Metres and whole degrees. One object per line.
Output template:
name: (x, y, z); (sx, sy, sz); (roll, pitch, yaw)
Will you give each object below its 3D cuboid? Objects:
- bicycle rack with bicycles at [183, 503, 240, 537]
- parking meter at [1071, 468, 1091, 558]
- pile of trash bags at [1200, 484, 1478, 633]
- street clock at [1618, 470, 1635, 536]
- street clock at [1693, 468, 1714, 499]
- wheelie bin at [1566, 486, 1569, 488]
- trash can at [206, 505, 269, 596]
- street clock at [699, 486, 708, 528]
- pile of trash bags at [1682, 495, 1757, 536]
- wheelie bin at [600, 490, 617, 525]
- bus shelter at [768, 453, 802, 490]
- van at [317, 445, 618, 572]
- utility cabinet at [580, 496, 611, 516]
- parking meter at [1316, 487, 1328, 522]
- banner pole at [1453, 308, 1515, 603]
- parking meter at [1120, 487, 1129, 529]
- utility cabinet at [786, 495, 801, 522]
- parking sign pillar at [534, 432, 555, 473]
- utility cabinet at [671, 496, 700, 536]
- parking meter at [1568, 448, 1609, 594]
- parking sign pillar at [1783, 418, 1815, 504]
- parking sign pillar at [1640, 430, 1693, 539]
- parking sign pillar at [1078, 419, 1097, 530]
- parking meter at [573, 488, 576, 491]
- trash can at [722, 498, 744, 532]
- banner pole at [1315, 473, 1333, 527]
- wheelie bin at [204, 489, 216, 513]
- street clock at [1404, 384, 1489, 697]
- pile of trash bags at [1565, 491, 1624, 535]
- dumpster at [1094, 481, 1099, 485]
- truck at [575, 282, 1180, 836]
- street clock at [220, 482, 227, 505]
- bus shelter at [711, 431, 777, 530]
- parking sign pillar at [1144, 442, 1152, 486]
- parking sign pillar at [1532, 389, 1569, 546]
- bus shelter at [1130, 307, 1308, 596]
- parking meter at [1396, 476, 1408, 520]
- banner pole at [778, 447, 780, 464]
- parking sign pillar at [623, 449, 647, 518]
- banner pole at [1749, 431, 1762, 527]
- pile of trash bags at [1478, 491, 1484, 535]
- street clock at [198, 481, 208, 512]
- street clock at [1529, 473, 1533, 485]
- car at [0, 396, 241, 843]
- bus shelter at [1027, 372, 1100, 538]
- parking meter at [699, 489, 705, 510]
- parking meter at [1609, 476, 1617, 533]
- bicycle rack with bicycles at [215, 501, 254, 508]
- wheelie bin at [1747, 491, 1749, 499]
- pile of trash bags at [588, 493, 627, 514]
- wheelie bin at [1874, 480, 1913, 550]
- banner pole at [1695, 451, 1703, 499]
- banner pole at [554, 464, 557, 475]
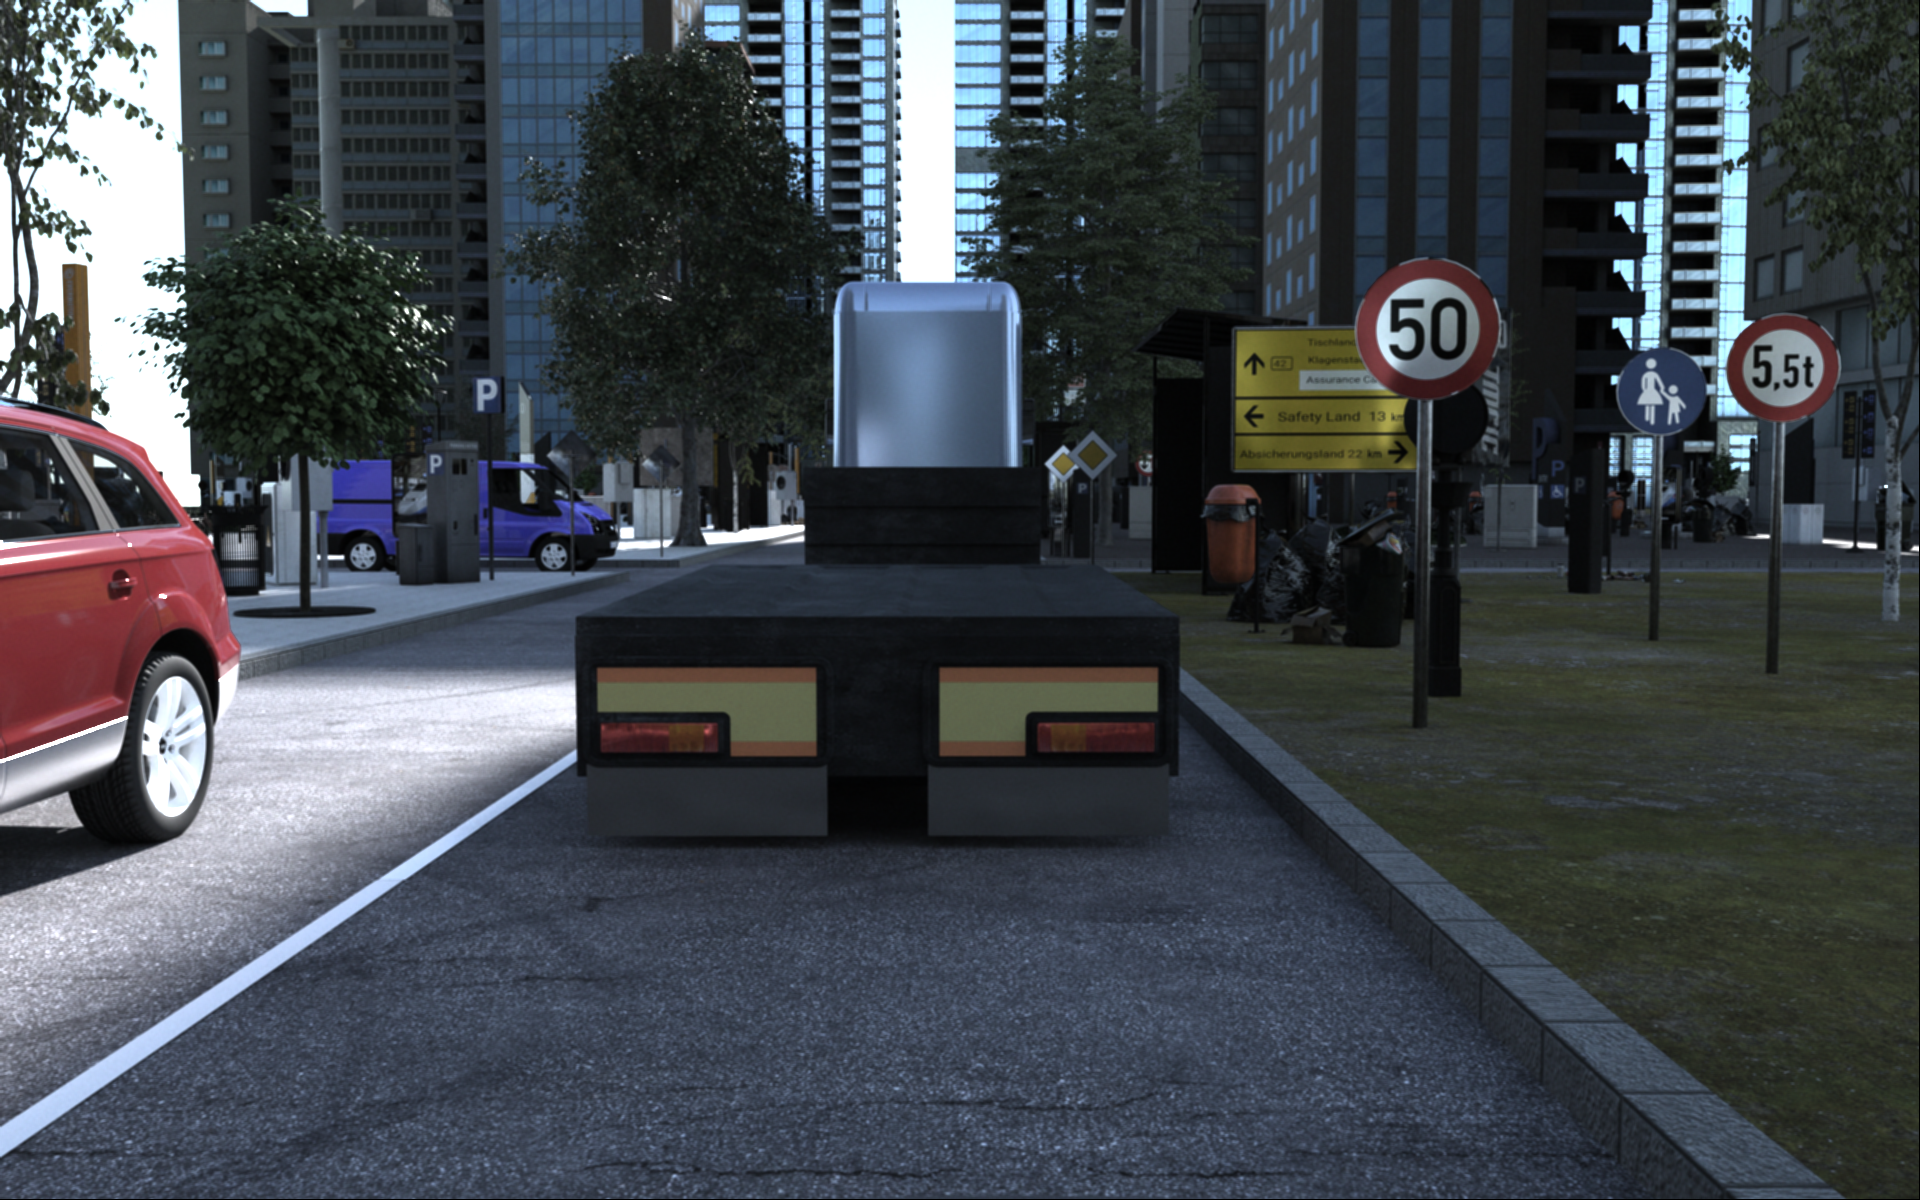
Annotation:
bicycle rack with bicycles: (-23.642, -2.364, 52.026); (2.852, 0.926, 2.925); (3, 5, 43)
parking meter: (2.434, -1.777, 34.759); (0.399, 1.863, 0.255); (0, 4, 0)
pile of trash bags: (3.484, -0.459, 17.250); (1.912, 1.369, 3.447); (3, 5, 40)
street clock: (20.205, -2.937, 52.590); (0.358, 2.002, 0.471); (-1, 4, -23)
street clock: (20.360, -2.615, 47.332); (0.358, 2.002, 0.471); (0, 4, -1)
wheelie bin: (24.318, -3.740, 69.064); (0.980, 1.594, 0.693); (-2, 4, -35)
trash can: (-9.150, -0.632, 21.981); (0.748, 1.137, 0.748); (0, 3, 0)
street clock: (-9.766, -3.751, 65.906); (0.471, 2.002, 0.358); (3, 5, 44)
pile of trash bags: (23.564, -2.764, 54.938); (1.912, 1.369, 3.447); (-1, 4, -15)
wheelie bin: (-14.675, -3.970, 72.818); (0.693, 1.594, 0.980); (3, 5, 42)
bus shelter: (-9.201, -5.694, 87.020); (2.014, 3.302, 5.546); (0, 4, 0)
van: (-8.845, -1.646, 31.288); (5.245, 2.365, 2.240); (0, 4, 2)
utility cabinet: (-10.973, -2.488, 51.841); (1.020, 1.237, 0.306); (1, 4, 14)
parking meter: (12.234, -3.068, 58.574); (0.372, 1.533, 0.369); (0, 3, 0)
banner pole: (6.127, -1.865, 20.502); (0.863, 3.779, 0.401); (0, 4, -7)
parking meter: (6.097, -3.391, 63.860); (0.372, 1.533, 0.369); (0, 3, 0)
utility cabinet: (-7.934, -4.272, 81.012); (1.020, 1.237, 0.306); (0, 4, 1)
parking sign pillar: (-18.243, -5.309, 75.274); (1.447, 3.967, 1.447); (2, 4, 24)
utility cabinet: (-8.445, -2.540, 52.699); (1.020, 1.237, 0.306); (-2, 4, -27)
parking meter: (8.100, -1.023, 22.429); (0.255, 1.863, 0.399); (-2, 4, -25)
parking sign pillar: (29.699, -4.478, 61.681); (1.447, 3.967, 1.447); (-3, 5, -43)
parking sign pillar: (20.506, -3.773, 50.165); (1.447, 3.967, 1.447); (0, 4, 3)
parking sign pillar: (4.203, -4.509, 62.198); (1.447, 3.967, 1.447); (-2, 4, -28)
parking meter: (-13.743, -3.227, 61.179); (0.372, 1.533, 0.369); (0, 3, 0)
trash can: (-7.686, -2.876, 58.681); (0.748, 1.137, 0.748); (0, 3, 0)
banner pole: (14.114, -4.725, 67.270); (0.863, 3.779, 0.401); (-2, 4, -23)
wheelie bin: (-46.078, -6.015, 106.247); (0.693, 1.594, 0.980); (-1, 4, -12)
street clock: (3.069, -0.393, 10.989); (0.471, 2.002, 0.358); (0, 4, -7)
pile of trash bags: (19.812, -2.799, 55.509); (3.447, 1.369, 1.912); (-1, 4, -17)
dumpster: (5.882, -4.439, 78.338); (1.264, 1.857, 1.865); (0, 4, 0)
truck: (-0.378, -1.617, 16.196); (2.967, 4.110, 18.799); (0, 4, 0)
street clock: (-42.785, -5.877, 100.659); (0.471, 2.002, 0.358); (3, 5, 44)
bus shelter: (-7.972, -4.469, 64.345); (1.731, 3.624, 6.357); (0, 3, 0)
parking sign pillar: (9.828, -6.123, 88.591); (1.447, 3.967, 1.447); (-1, 4, -10)
parking sign pillar: (14.883, -3.381, 43.747); (1.447, 3.967, 1.447); (0, 4, 0)
bus shelter: (3.588, -2.056, 24.894); (1.731, 3.624, 6.357); (0, 4, 0)
parking meter: (14.423, -3.108, 56.525); (0.255, 1.863, 0.399); (2, 4, 31)
banner pole: (-9.591, -6.245, 92.130); (0.401, 3.779, 0.863); (0, 4, -2)
parking sign pillar: (-16.590, -6.149, 89.000); (1.447, 3.967, 1.447); (1, 4, 22)
banner pole: (31.280, -4.782, 68.208); (0.863, 3.779, 0.401); (-3, 4, -36)
pile of trash bags: (16.423, -2.831, 56.042); (1.912, 1.369, 3.447); (2, 4, 25)
street clock: (-41.160, -5.482, 94.202); (0.471, 2.002, 0.358); (0, 4, -5)
street clock: (19.775, -3.379, 59.815); (0.358, 2.002, 0.471); (1, 4, 23)
car: (-4.257, 0.183, 5.676); (2.281, 1.827, 5.304); (0, 4, 0)
bus shelter: (3.034, -4.682, 54.186); (2.179, 5.291, 8.768); (0, 3, 0)
parking meter: (-11.193, -4.062, 74.817); (0.372, 1.533, 0.369); (0, 3, 0)
parking meter: (21.490, -3.152, 57.245); (0.399, 1.863, 0.255); (2, 4, 26)
bicycle rack with bicycles: (-38.935, -4.768, 91.338); (2.925, 0.926, 2.852); (0, 4, -3)
wheelie bin: (46.693, -5.753, 101.966); (0.693, 1.594, 0.980); (1, 4, 16)
pile of trash bags: (-22.033, -6.056, 108.773); (1.912, 1.369, 3.447); (2, 4, 35)
wheelie bin: (21.373, -1.939, 39.617); (0.693, 1.594, 0.980); (0, 4, -4)
banner pole: (42.869, -6.759, 100.532); (0.401, 3.779, 0.863); (0, 4, -6)
banner pole: (-23.380, -6.657, 98.856); (0.863, 3.779, 0.401); (0, 4, 3)
